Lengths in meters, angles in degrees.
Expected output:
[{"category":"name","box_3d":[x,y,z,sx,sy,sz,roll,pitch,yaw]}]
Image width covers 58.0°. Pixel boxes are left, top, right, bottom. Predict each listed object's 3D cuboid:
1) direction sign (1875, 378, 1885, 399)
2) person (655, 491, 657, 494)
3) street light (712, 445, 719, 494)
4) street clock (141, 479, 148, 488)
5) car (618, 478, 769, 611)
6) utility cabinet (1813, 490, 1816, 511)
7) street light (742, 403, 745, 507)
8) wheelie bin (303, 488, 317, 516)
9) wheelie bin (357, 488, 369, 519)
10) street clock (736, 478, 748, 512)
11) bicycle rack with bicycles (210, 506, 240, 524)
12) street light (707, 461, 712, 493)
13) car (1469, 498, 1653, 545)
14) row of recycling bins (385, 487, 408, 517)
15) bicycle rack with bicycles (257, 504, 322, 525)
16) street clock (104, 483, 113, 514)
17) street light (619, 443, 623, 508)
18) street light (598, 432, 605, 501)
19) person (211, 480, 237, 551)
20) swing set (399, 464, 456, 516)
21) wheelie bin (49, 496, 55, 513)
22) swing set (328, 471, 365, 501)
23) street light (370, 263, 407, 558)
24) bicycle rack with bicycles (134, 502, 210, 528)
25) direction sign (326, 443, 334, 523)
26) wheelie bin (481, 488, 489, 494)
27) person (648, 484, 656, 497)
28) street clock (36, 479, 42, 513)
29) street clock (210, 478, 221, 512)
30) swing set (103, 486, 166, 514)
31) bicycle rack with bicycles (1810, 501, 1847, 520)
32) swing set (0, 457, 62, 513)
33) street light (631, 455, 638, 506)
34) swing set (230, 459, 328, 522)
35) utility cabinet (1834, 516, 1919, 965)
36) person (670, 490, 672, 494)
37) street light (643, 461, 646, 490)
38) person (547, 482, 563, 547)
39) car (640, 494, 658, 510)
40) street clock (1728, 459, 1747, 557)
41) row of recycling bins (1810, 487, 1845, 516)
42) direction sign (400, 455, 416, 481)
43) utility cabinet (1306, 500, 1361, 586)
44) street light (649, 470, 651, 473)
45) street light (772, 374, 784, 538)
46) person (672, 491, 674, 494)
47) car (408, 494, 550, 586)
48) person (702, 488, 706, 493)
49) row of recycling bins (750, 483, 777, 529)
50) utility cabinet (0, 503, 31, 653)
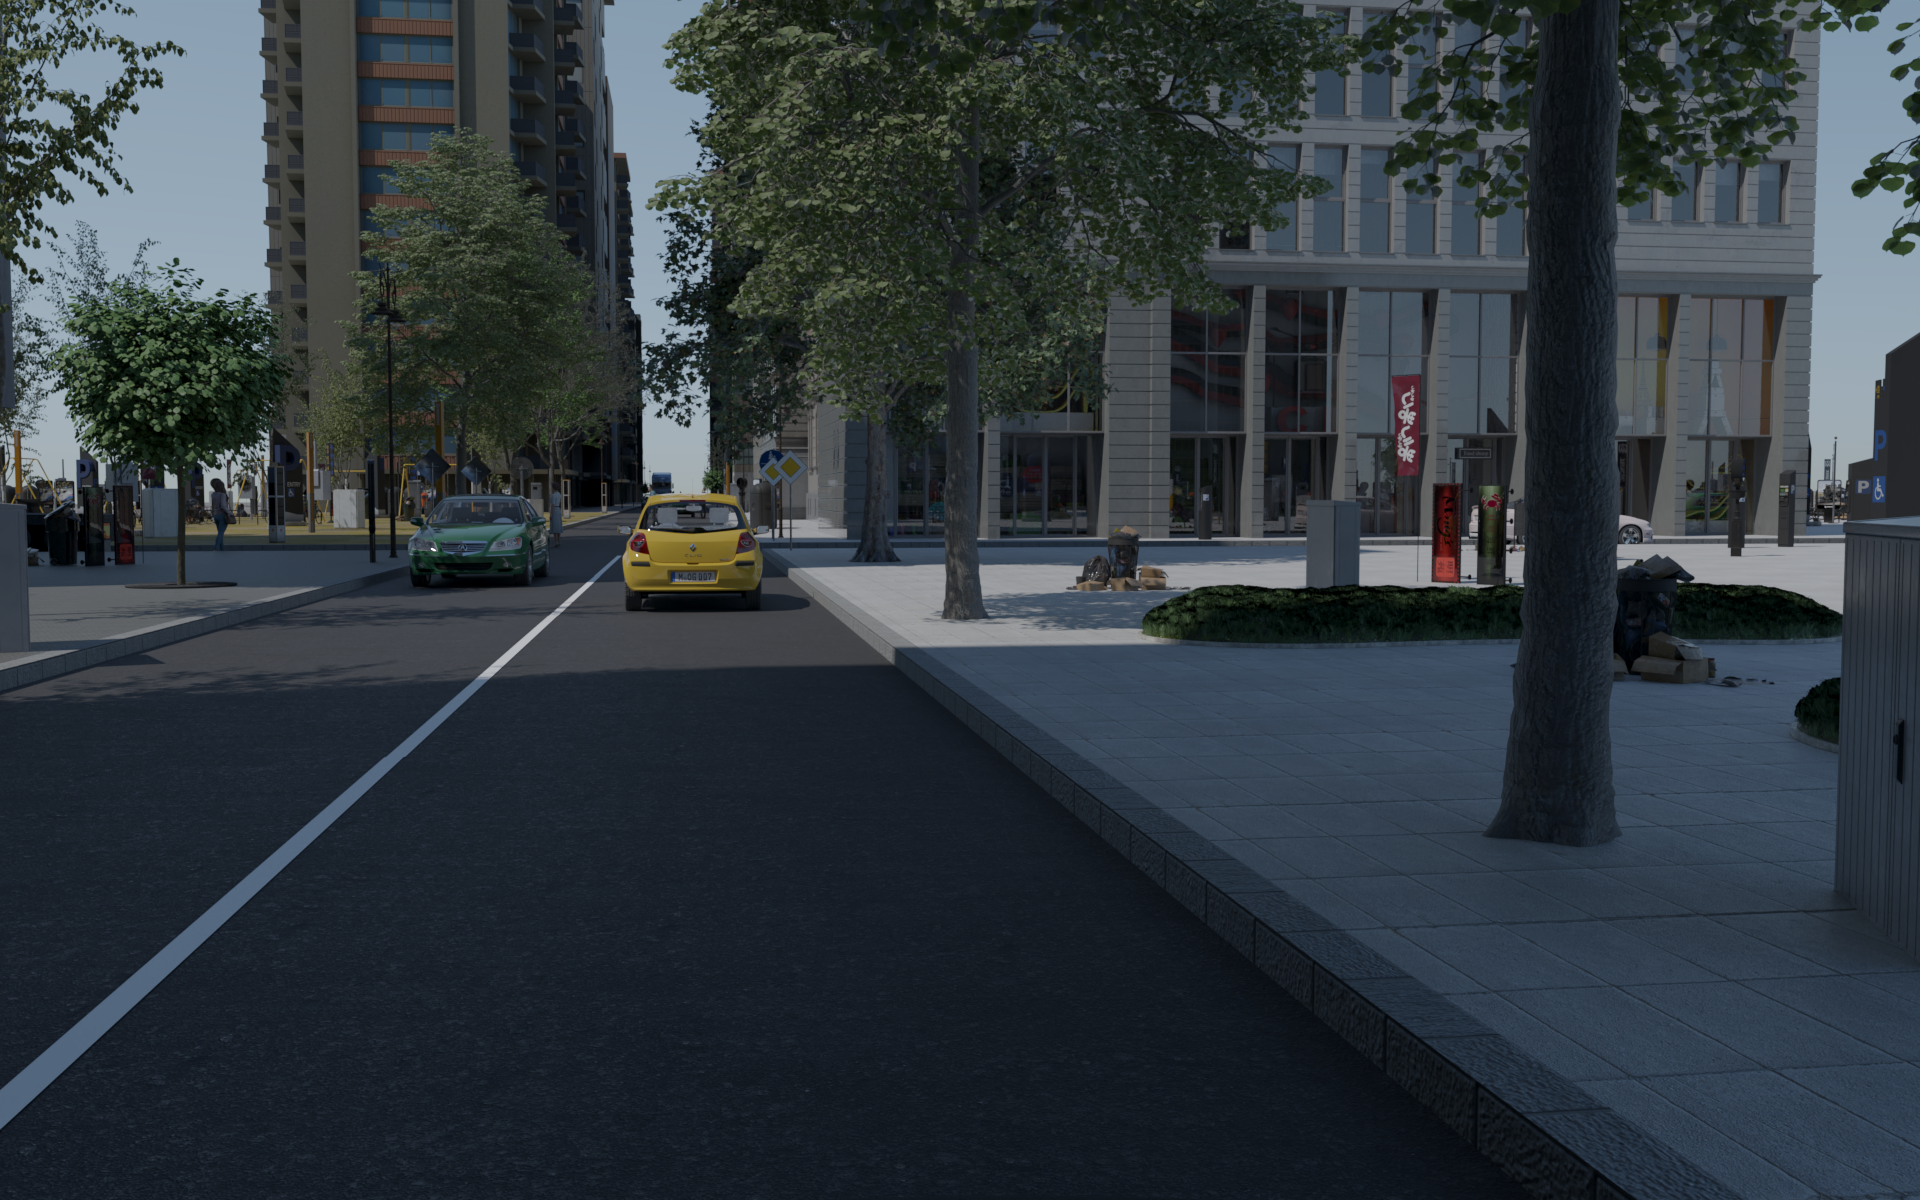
[{"category":"direction sign","box_3d":[18.141,-2.579,34.170,0.379,3.537,0.876,1,4,14]},{"category":"person","box_3d":[-30.304,-9.972,172.479,0.756,1.711,0.436,2,4,25]},{"category":"street light","box_3d":[-22.627,-11.529,161.284,0.468,5.910,1.993,-1,4,-9]},{"category":"street clock","box_3d":[-28.453,-3.442,60.849,0.471,2.002,0.358,-3,5,-44]},{"category":"car","box_3d":[-3.496,-0.766,22.749,2.015,1.641,3.980,-1,4,-8]},{"category":"utility cabinet","box_3d":[52.516,-5.910,105.305,0.318,1.500,1.173,-3,5,-39]},{"category":"street light","box_3d":[-10.751,-6.924,86.001,0.468,5.910,1.993,-1,4,-9]},{"category":"wheelie bin","box_3d":[-35.667,-5.328,95.016,0.693,1.594,0.980,1,4,18]},{"category":"wheelie bin","box_3d":[-30.553,-4.953,88.890,0.980,1.594,0.693,0,4,-6]},{"category":"street clock","box_3d":[-9.542,-4.359,75.842,0.471,2.002,0.358,2,4,34]},{"category":"bicycle rack with bicycles","box_3d":[-31.932,-3.650,73.059,2.852,0.926,2.925,3,4,38]},{"category":"street light","box_3d":[-28.085,-13.677,196.399,0.468,5.910,1.993,-1,4,-9]},{"category":"car","box_3d":[15.952,-2.054,45.939,4.827,1.381,2.083,-1,4,-9]},{"category":"row of recycling bins","box_3d":[-32.462,-5.601,98.682,3.534,1.692,1.069,1,4,17]},{"category":"bicycle rack with bicycles","box_3d":[-28.014,-3.642,72.930,2.852,0.926,2.925,2,4,26]},{"category":"street clock","box_3d":[-44.521,-5.271,90.743,0.471,2.002,0.358,0,4,1]},{"category":"street light","box_3d":[-30.714,-11.281,157.238,0.468,5.910,1.993,-1,4,-9]},{"category":"street light","box_3d":[-25.242,-9.134,122.126,0.468,5.910,1.993,-1,4,-9]},{"category":"person","box_3d":[-16.936,-1.868,39.636,0.593,1.750,0.643,2,4,29]},{"category":"swing set","box_3d":[-27.704,-5.687,90.606,3.119,2.851,2.862,0,4,-4]},{"category":"wheelie bin","box_3d":[-47.217,-4.983,89.373,0.693,1.594,0.980,0,4,0]},{"category":"swing set","box_3d":[-40.488,-7.254,116.226,3.119,2.851,2.862,0,4,7]},{"category":"street light","box_3d":[-11.439,-3.792,34.792,0.468,5.910,1.993,-1,4,-9]},{"category":"bicycle rack with bicycles","box_3d":[-30.502,-3.208,65.826,2.852,0.926,2.925,-1,4,-9]},{"category":"direction sign","box_3d":[-27.829,-5.172,76.552,0.379,3.537,0.876,-3,4,-38]},{"category":"wheelie bin","box_3d":[-24.358,-4.936,88.610,0.693,1.594,0.980,0,4,-8]},{"category":"person","box_3d":[-12.174,-3.704,69.086,0.620,1.820,0.660,0,4,-7]},{"category":"street clock","box_3d":[-45.280,-4.939,85.320,0.471,2.002,0.358,-2,4,-25]},{"category":"street clock","box_3d":[-33.442,-4.486,77.910,0.471,2.002,0.358,-3,4,-38]},{"category":"swing set","box_3d":[-48.824,-6.431,102.770,2.862,2.851,3.119,1,4,22]},{"category":"bicycle rack with bicycles","box_3d":[42.386,-4.400,85.324,2.852,0.926,2.925,-3,5,-42]},{"category":"swing set","box_3d":[-40.367,-4.712,74.668,2.862,2.851,3.119,-1,4,-10]},{"category":"street light","box_3d":[-36.441,-13.481,193.208,0.468,5.910,1.993,-1,4,-9]},{"category":"swing set","box_3d":[-31.084,-4.957,78.666,3.119,2.851,2.862,1,4,20]},{"category":"utility cabinet","box_3d":[2.843,0.373,5.065,0.306,1.237,1.020,1,4,14]},{"category":"person","box_3d":[-24.405,-8.391,146.217,0.617,1.759,0.750,0,4,-6]},{"category":"street light","box_3d":[-43.575,-16.304,239.364,0.468,5.910,1.993,-1,4,-9]},{"category":"person","box_3d":[-10.945,-2.294,46.573,0.524,1.755,0.480,1,4,12]},{"category":"car","box_3d":[-28.667,-9.117,160.852,2.131,1.459,4.920,-1,4,-9]},{"category":"street clock","box_3d":[15.939,-1.893,35.514,0.358,2.002,0.471,2,4,32]},{"category":"row of recycling bins","box_3d":[50.594,-5.715,100.553,3.534,1.692,1.069,1,4,16]},{"category":"direction sign","box_3d":[-32.208,-6.676,101.148,0.876,3.537,0.379,-1,4,-11]},{"category":"utility cabinet","box_3d":[3.970,-0.445,18.438,0.306,1.237,1.020,0,4,-5]},{"category":"street light","box_3d":[-49.269,-18.504,275.320,0.468,5.910,1.993,-1,4,-9]},{"category":"street light","box_3d":[-5.270,-4.770,50.782,0.468,5.910,1.993,-1,4,-9]},{"category":"person","box_3d":[-30.097,-10.623,182.634,0.568,1.767,0.683,1,4,17]},{"category":"car","box_3d":[-7.844,-1.024,28.538,2.131,1.459,4.920,0,4,-8]},{"category":"person","box_3d":[-14.974,-5.632,100.770,0.473,1.802,0.592,2,4,34]},{"category":"row of recycling bins","box_3d":[-7.342,-3.523,64.714,1.069,1.692,3.534,0,4,-5]},{"category":"utility cabinet","box_3d":[-7.954,-0.198,14.406,0.306,1.237,1.020,-2,4,-34]}]
